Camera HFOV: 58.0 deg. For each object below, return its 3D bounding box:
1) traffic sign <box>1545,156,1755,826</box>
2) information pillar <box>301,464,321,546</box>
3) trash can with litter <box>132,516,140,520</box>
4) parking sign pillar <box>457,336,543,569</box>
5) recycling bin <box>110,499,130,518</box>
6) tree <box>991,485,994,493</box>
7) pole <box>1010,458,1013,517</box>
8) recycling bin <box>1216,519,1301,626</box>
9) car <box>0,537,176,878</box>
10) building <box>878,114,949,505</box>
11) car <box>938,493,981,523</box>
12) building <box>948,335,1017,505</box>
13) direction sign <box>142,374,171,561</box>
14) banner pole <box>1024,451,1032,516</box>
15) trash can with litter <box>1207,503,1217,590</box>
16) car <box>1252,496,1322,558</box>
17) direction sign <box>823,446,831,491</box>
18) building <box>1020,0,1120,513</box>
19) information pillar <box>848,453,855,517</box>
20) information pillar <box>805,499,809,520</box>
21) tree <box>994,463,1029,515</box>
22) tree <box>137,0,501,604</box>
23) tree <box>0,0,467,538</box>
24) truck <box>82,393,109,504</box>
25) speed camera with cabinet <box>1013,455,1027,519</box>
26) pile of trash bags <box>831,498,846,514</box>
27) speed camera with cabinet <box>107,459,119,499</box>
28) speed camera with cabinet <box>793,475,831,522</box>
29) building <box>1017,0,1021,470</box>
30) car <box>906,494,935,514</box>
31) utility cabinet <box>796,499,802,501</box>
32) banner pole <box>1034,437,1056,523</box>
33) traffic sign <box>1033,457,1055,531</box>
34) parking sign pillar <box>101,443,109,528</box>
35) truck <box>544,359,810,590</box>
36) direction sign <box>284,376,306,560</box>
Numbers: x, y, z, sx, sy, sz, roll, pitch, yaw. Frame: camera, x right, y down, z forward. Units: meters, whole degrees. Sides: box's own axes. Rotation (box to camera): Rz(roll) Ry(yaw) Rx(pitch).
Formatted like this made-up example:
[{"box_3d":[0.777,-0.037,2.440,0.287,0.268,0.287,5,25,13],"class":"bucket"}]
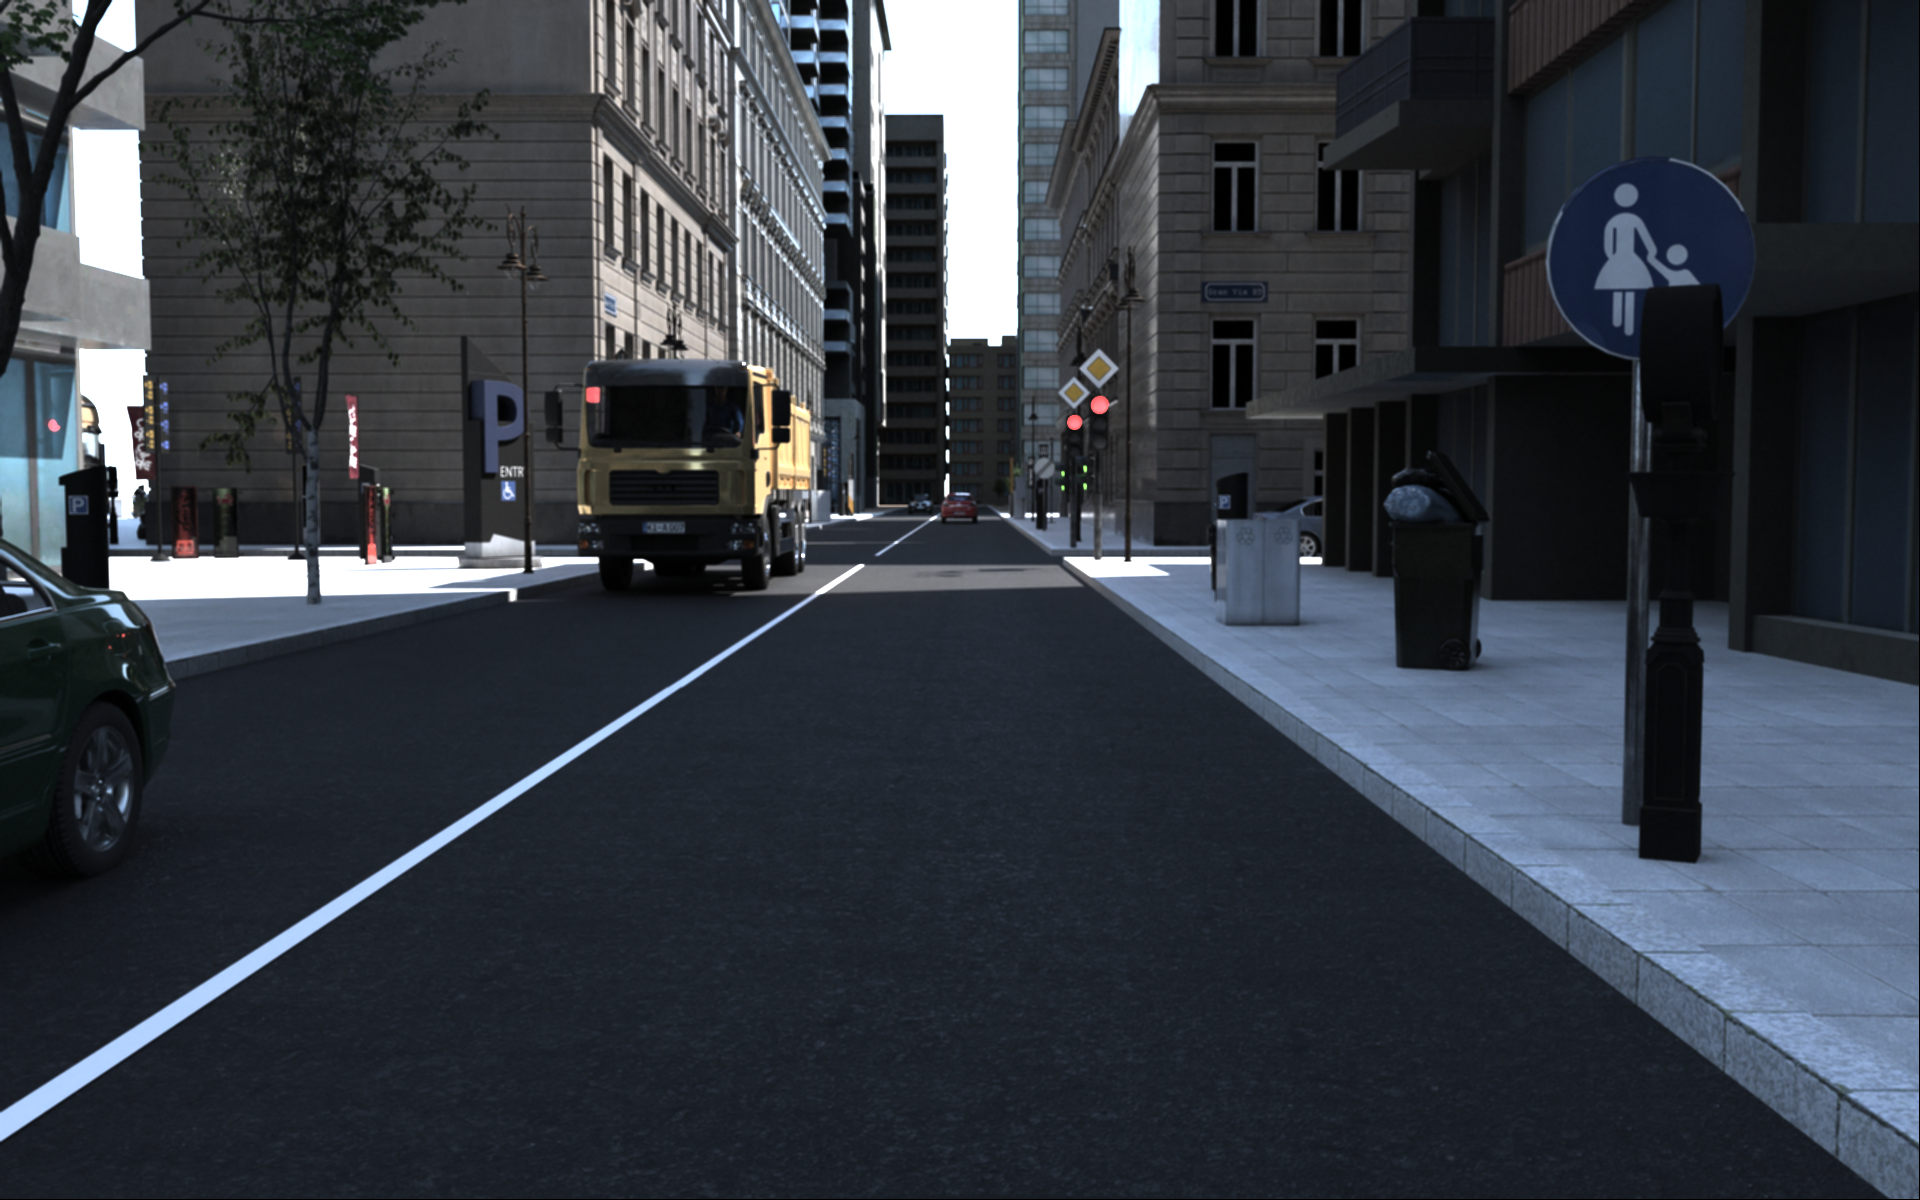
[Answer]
[{"box_3d":[2.618,-0.401,6.659,0.768,2.556,0.104,0,4,5],"class":"traffic sign"},{"box_3d":[-15.937,-2.326,42.529,0.304,2.012,0.304,3,5,40],"class":"information pillar"},{"box_3d":[-43.041,-4.938,91.786,2.233,1.210,1.678,-3,5,-45],"class":"trash can with litter"},{"box_3d":[-8.010,-2.545,30.091,1.447,3.967,1.447,2,4,30],"class":"parking sign pillar"},{"box_3d":[-45.026,-4.910,92.825,0.722,1.027,0.722,0,4,7],"class":"recycling bin"},{"box_3d":[4.601,-12.203,194.119,1.663,3.219,1.824,0,3,0],"class":"tree"},{"box_3d":[2.889,-6.294,96.744,0.158,3.312,0.155,0,3,0],"class":"pole"},{"box_3d":[2.953,-0.283,17.187,0.722,1.027,0.722,0,4,0],"class":"recycling bin"},{"box_3d":[-4.101,0.406,5.165,2.131,1.459,4.920,0,4,-1],"class":"car"},{"box_3d":[-12.275,-35.947,211.438,21.600,48.544,21.300,0,4,0],"class":"building"},{"box_3d":[-0.038,-4.709,86.040,2.155,1.783,4.494,0,4,0],"class":"car"},{"box_3d":[13.178,-22.627,214.994,28.899,21.520,27.650,0,4,0],"class":"building"},{"box_3d":[-15.385,-2.521,33.210,0.379,3.537,0.876,0,4,4],"class":"direction sign"},{"box_3d":[4.020,-6.812,101.387,0.863,3.779,0.401,1,4,19],"class":"banner pole"},{"box_3d":[3.808,-0.706,22.935,1.055,1.170,0.624,1,4,21],"class":"trash can with litter"},{"box_3d":[8.475,-1.540,37.182,4.499,1.417,2.014,0,4,0],"class":"car"},{"box_3d":[-6.350,-5.537,82.525,0.379,3.537,0.876,1,4,20],"class":"direction sign"},{"box_3d":[11.340,-26.994,124.945,14.154,41.232,14.086,0,4,0],"class":"building"},{"box_3d":[-6.211,-6.564,98.673,0.183,3.616,0.504,-2,4,-32],"class":"information pillar"},{"box_3d":[-7.712,-5.039,86.883,0.304,2.012,0.304,2,4,32],"class":"information pillar"},{"box_3d":[3.544,-7.312,114.145,1.663,3.219,1.824,0,3,0],"class":"tree"},{"box_3d":[-7.557,-4.276,20.268,4.360,8.622,3.978,0,3,0],"class":"tree"},{"box_3d":[-7.702,-5.376,13.651,9.928,11.665,9.643,0,3,0],"class":"tree"},{"box_3d":[-24.211,-3.010,38.123,11.283,4.237,2.839,0,3,0],"class":"truck"},{"box_3d":[3.047,-5.794,89.060,0.660,3.252,2.038,0,4,-2],"class":"speed camera with cabinet"},{"box_3d":[-9.021,-6.434,114.950,3.447,1.369,1.912,3,5,41],"class":"pile of trash bags"},{"box_3d":[-48.176,-6.267,96.801,2.038,3.252,0.660,-2,4,-34],"class":"speed camera with cabinet"},{"box_3d":[-6.781,-5.205,79.443,0.660,3.252,2.038,2,4,35],"class":"speed camera with cabinet"},{"box_3d":[15.312,-36.912,145.503,21.231,58.520,28.212,0,4,0],"class":"building"},{"box_3d":[-2.811,-6.958,123.547,2.009,1.686,4.222,0,4,-1],"class":"car"},{"box_3d":[-7.536,-4.294,81.375,0.306,1.237,1.020,0,4,-1],"class":"utility cabinet"},{"box_3d":[3.839,-5.292,76.537,0.863,3.779,0.401,2,4,28],"class":"banner pole"},{"box_3d":[2.920,-3.657,59.900,0.768,2.556,0.104,0,4,4],"class":"traffic sign"},{"box_3d":[-33.104,-4.754,66.200,1.447,3.967,1.447,3,5,45],"class":"parking sign pillar"},{"box_3d":[-4.113,-1.966,28.075,3.469,3.379,9.791,0,3,0],"class":"truck"},{"box_3d":[-12.938,-2.550,33.686,0.379,3.537,0.876,-3,5,-40],"class":"direction sign"}]
